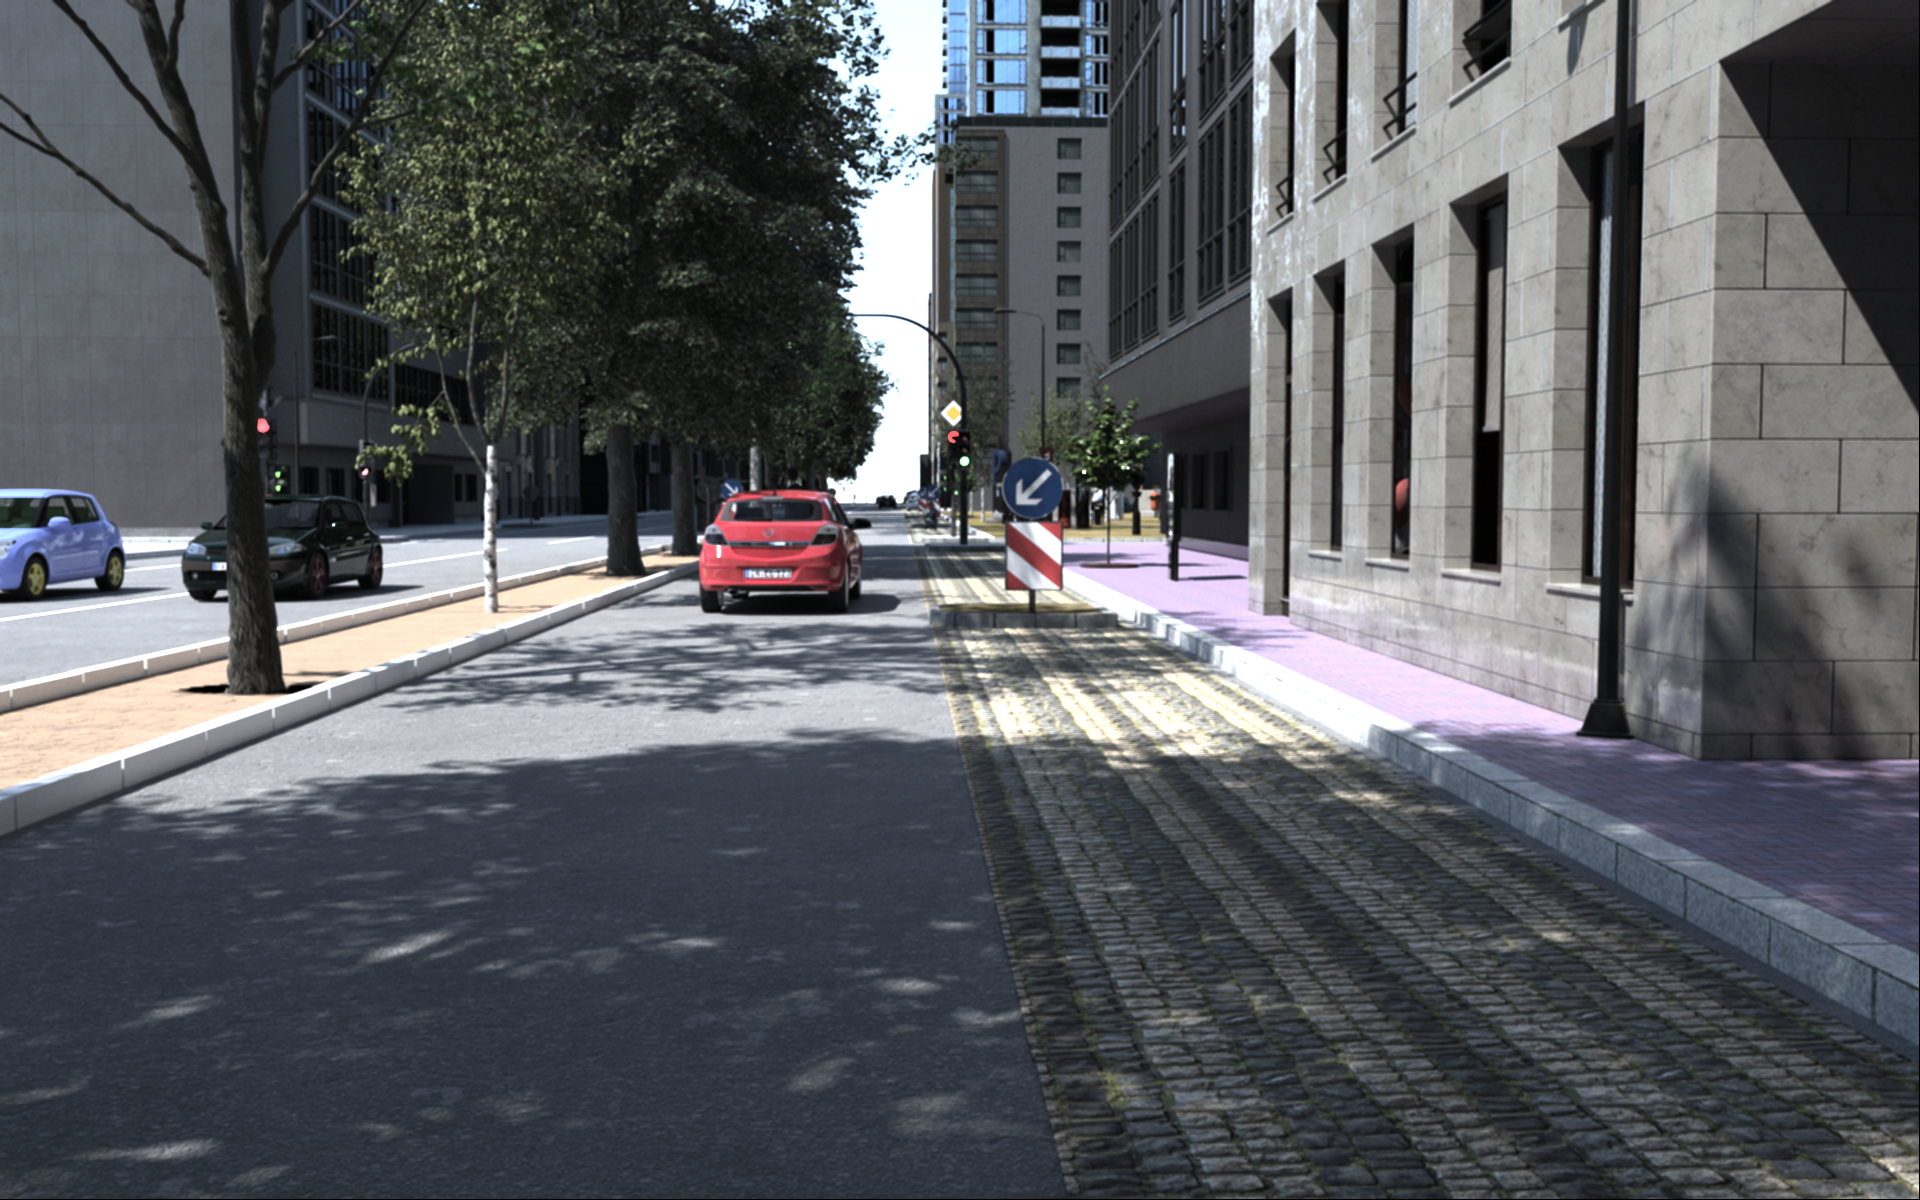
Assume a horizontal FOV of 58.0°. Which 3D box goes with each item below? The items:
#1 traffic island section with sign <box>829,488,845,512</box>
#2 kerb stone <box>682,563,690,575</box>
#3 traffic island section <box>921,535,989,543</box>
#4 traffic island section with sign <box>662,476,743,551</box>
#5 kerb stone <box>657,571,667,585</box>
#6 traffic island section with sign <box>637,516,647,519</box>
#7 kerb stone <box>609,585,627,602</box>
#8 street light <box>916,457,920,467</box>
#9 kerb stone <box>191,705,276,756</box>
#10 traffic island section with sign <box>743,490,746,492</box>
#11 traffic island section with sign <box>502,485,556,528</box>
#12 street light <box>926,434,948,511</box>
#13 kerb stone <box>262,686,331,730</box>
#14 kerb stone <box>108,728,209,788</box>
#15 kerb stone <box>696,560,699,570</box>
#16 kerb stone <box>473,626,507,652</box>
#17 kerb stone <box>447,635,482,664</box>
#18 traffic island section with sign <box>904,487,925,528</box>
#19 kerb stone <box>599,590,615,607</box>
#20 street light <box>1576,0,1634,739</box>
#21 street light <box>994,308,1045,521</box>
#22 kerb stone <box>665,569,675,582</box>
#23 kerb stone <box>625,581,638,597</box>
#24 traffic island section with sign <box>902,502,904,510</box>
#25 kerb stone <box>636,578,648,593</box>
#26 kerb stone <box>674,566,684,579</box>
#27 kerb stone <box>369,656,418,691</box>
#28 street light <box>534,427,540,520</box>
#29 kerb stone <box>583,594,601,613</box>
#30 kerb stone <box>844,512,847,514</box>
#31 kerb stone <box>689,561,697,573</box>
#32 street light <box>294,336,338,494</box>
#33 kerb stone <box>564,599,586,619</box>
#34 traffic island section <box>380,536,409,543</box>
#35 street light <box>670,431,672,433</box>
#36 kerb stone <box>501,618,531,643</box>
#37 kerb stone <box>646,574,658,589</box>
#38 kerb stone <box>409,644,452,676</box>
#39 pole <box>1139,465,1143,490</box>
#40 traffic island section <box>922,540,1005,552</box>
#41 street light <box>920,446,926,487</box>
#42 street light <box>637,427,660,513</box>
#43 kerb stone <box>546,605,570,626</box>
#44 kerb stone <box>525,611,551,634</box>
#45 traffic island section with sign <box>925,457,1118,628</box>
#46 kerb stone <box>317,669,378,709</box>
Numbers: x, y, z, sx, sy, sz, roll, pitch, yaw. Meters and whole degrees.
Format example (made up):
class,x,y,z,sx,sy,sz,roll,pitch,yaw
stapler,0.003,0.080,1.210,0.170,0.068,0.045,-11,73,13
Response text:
class,x,y,z,sx,sy,sz,roll,pitch,yaw
traffic island section with sign,-9.374,-7.240,126.507,2.006,1.907,1.989,0,4,-2
kerb stone,-4.908,-0.506,30.465,0.120,0.150,1.000,0,4,-2
traffic island section,-0.171,-1.817,51.985,2.009,0.180,2.903,0,4,-2
traffic island section with sign,-6.454,-2.194,44.013,2.006,1.907,1.989,0,4,-2
kerb stone,-4.802,-0.316,27.372,0.120,0.150,1.000,0,4,-2
traffic island section with sign,-19.371,-5.662,101.205,1.989,1.847,2.006,0,4,-2
kerb stone,-4.655,-0.066,23.276,0.120,0.150,1.000,0,4,-2
street light,-4.095,-14.107,203.190,1.470,5.913,1.316,0,4,-2
kerb stone,-4.187,0.753,9.944,0.120,0.150,1.000,0,4,-2
traffic island section with sign,-22.107,-10.378,178.312,1.989,1.847,2.006,0,4,-2
traffic island section with sign,-18.407,-4.006,74.124,1.989,1.847,2.006,0,4,-2
street light,-1.678,-9.907,134.519,1.470,5.913,1.316,0,4,-2
kerb stone,-4.224,0.691,10.971,0.120,0.150,1.000,0,4,-2
kerb stone,-4.144,0.815,8.923,0.120,0.150,1.000,0,4,-2
kerb stone,-4.993,-0.627,32.513,0.120,0.150,1.000,0,4,-2
kerb stone,-4.404,0.375,16.095,0.120,0.150,1.000,0,4,-2
kerb stone,-4.364,0.441,15.072,0.120,0.150,1.000,0,4,-2
traffic island section with sign,-1.268,-3.980,73.703,1.989,1.847,2.006,0,4,-2
kerb stone,-4.615,0.002,22.253,0.120,0.150,1.000,0,4,-2
street light,2.907,-2.232,9.037,1.470,5.913,1.316,0,4,-2
street light,1.542,-4.340,43.494,1.470,5.913,1.316,0,4,-2
kerb stone,-4.841,-0.380,28.408,0.120,0.150,1.000,0,4,-2
kerb stone,-4.692,-0.127,24.297,0.120,0.150,1.000,0,4,-2
traffic island section with sign,-2.226,-5.628,100.641,1.989,1.847,2.006,0,4,-2
kerb stone,-4.726,-0.192,25.327,0.120,0.150,1.000,0,4,-2
kerb stone,-4.862,-0.442,29.432,0.120,0.150,1.000,0,4,-2
kerb stone,-4.298,0.561,13.023,0.120,0.150,1.000,0,4,-2
street light,-20.263,-6.876,84.968,1.470,5.913,1.316,0,4,-2
kerb stone,-4.576,0.060,21.227,0.120,0.150,1.000,0,4,-2
kerb stone,-8.259,-6.303,125.262,0.120,0.150,1.000,0,4,-2
kerb stone,-4.943,-0.569,31.492,0.120,0.150,1.000,0,4,-2
street light,-18.998,-4.804,51.083,1.470,5.913,1.316,0,4,-2
kerb stone,-4.546,0.123,20.189,0.120,0.150,1.000,0,4,-2
traffic island section,-17.602,-1.780,51.376,2.009,0.180,2.903,0,4,-2
street light,-21.760,-9.483,127.590,1.470,5.913,1.316,0,4,-2
kerb stone,-4.429,0.310,17.120,0.120,0.150,1.000,0,4,-2
kerb stone,-4.761,-0.254,26.351,0.120,0.150,1.000,0,4,-2
kerb stone,-4.331,0.498,14.049,0.120,0.150,1.000,0,4,-2
pole,10.624,-6.599,101.739,0.158,3.312,0.155,0,3,0
traffic island section,0.111,-1.329,44.005,2.009,0.180,2.903,0,4,-2
street light,-2.898,-12.012,168.932,1.470,5.913,1.316,0,4,-2
street light,-21.468,-8.949,118.855,1.470,5.913,1.316,0,4,-2
kerb stone,-4.506,0.186,19.168,0.120,0.150,1.000,0,4,-2
kerb stone,-4.470,0.249,18.142,0.120,0.150,1.000,0,4,-2
traffic island section with sign,0.650,-0.653,19.304,1.989,1.847,2.006,0,4,-2
kerb stone,-4.261,0.624,12.001,0.120,0.150,1.000,0,4,-2
